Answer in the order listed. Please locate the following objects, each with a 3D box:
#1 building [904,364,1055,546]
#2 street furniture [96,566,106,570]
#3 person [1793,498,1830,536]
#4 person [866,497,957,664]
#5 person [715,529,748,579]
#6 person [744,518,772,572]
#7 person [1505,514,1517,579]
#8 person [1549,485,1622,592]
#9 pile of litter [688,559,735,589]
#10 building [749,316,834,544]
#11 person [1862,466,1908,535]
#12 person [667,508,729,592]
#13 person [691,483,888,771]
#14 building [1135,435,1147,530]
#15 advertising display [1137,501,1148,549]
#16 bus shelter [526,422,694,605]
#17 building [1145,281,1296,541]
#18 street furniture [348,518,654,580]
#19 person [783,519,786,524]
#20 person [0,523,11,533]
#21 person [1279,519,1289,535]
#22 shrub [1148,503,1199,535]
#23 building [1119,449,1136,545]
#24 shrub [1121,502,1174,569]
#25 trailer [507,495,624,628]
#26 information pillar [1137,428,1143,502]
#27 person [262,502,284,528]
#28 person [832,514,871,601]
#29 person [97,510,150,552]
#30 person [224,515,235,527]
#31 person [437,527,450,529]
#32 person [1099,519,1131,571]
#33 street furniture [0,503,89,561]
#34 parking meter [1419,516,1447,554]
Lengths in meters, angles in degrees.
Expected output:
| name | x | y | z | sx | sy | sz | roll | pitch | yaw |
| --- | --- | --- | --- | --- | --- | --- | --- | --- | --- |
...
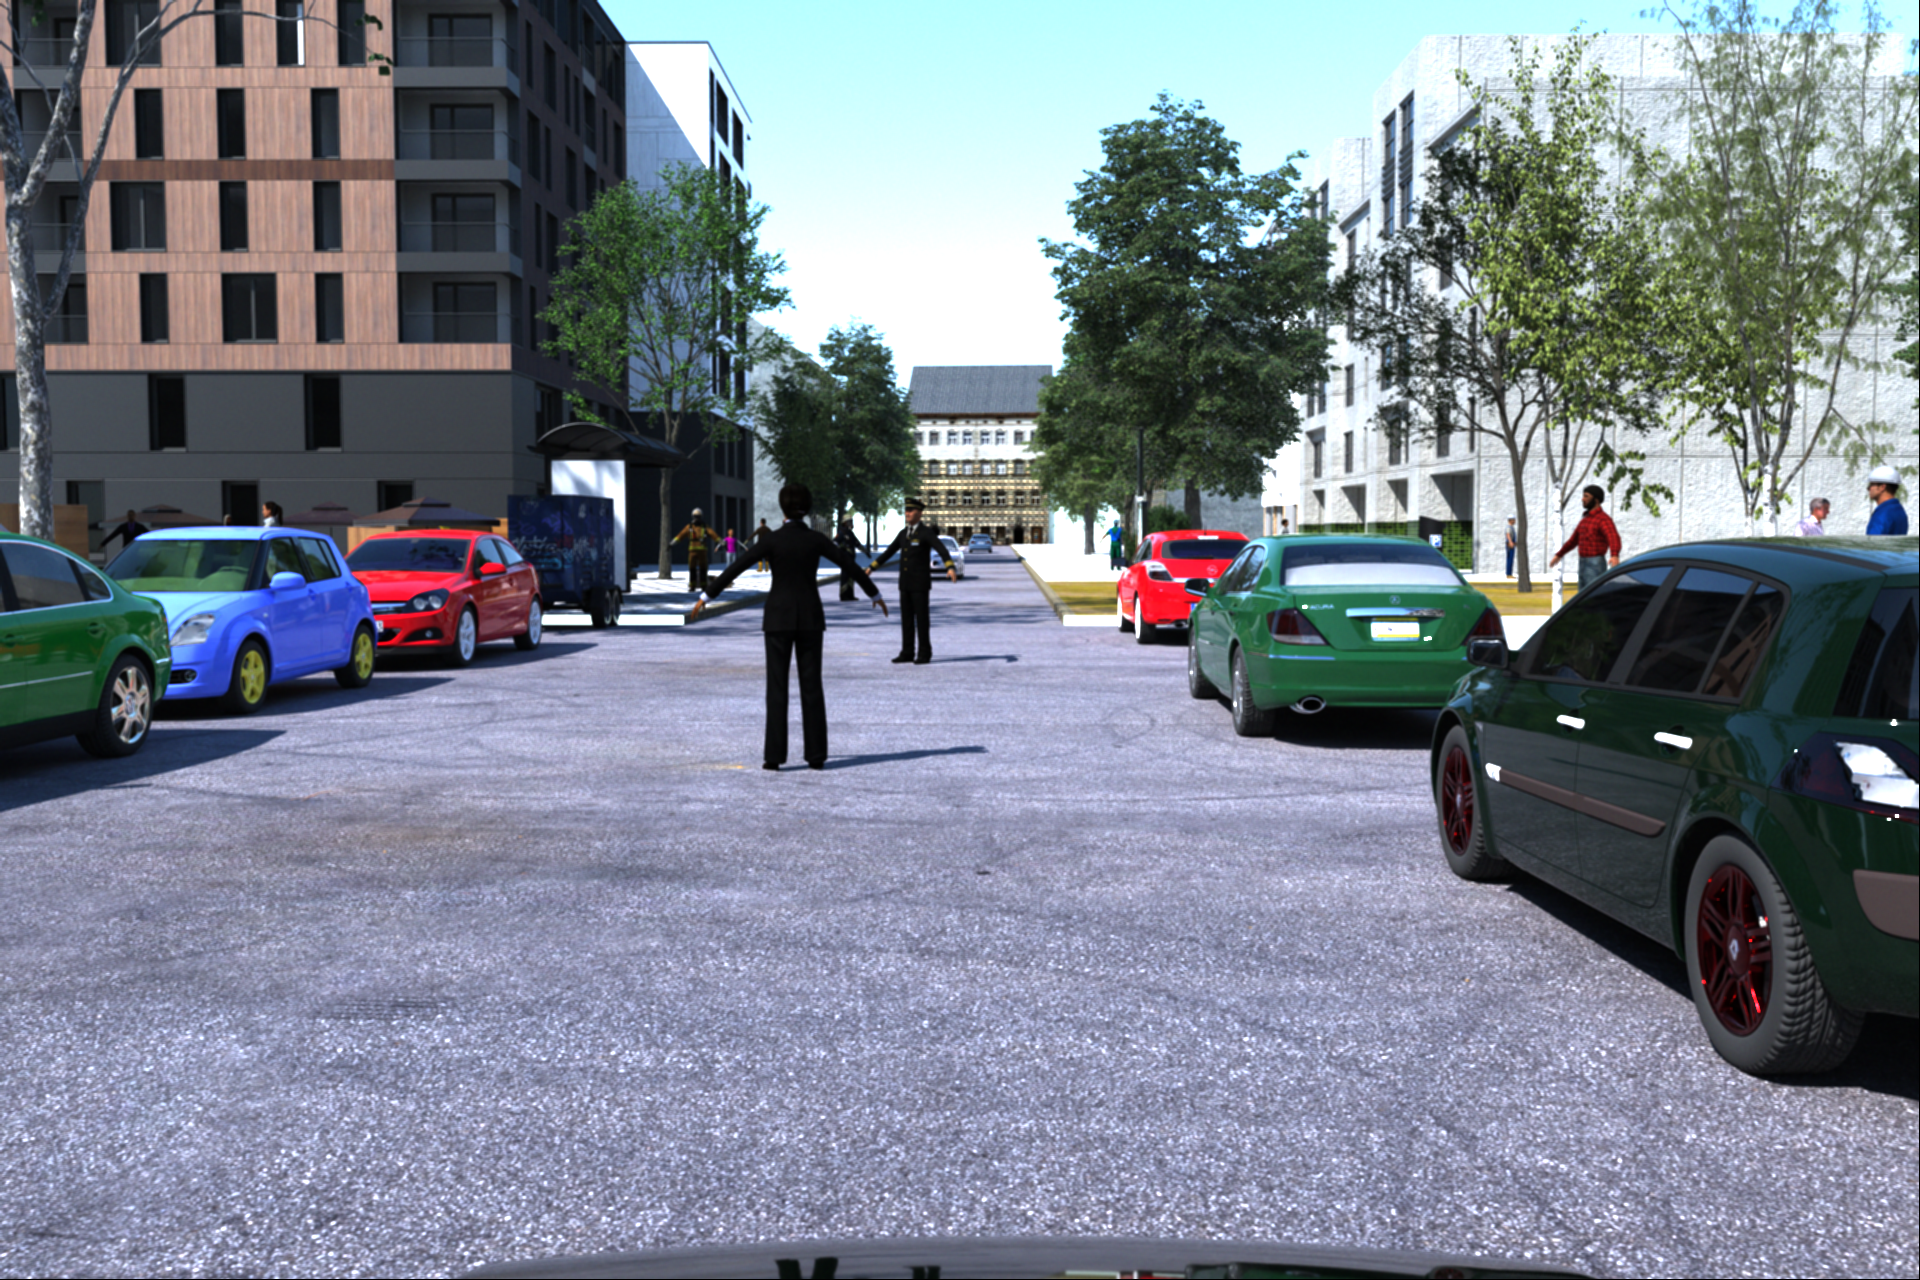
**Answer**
| name | x | y | z | sx | sy | sz | roll | pitch | yaw |
| --- | --- | --- | --- | --- | --- | --- | --- | --- | --- |
| building | 2.922 | -23.870 | 223.664 | 18.063 | 23.208 | 19.493 | 0 | 4 | 5 |
| street furniture | -23.981 | -1.561 | 41.154 | 5.734 | 0.657 | 10.072 | 1 | 4 | 19 |
| person | 10.078 | -0.821 | 20.413 | 0.756 | 1.711 | 0.436 | -2 | 4 | -32 |
| person | -0.522 | -0.661 | 19.200 | 1.347 | 1.837 | 0.705 | 3 | 5 | 39 |
| person | -6.488 | -2.444 | 49.231 | 0.991 | 1.433 | 0.599 | -1 | 4 | -23 |
| person | -6.638 | -3.191 | 58.308 | 1.346 | 1.812 | 0.704 | -2 | 4 | -35 |
| person | 15.816 | -2.678 | 49.649 | 0.705 | 1.847 | 1.347 | 1 | 4 | 23 |
| person | 6.868 | -0.782 | 18.901 | 0.704 | 1.816 | 1.345 | -1 | 4 | -9 |
| pile of litter | -5.948 | -1.667 | 41.226 | 1.176 | 0.858 | 1.719 | 0 | 4 | 2 |
| building | -22.081 | -20.233 | 161.738 | 19.493 | 23.208 | 18.063 | 0 | 4 | 2 |
| person | 7.586 | -0.515 | 14.308 | 0.705 | 1.842 | 1.347 | 3 | 5 | 40 |
| person | -5.792 | -1.987 | 38.260 | 1.354 | 1.858 | 0.705 | 0 | 4 | -5 |
| person | -1.026 | -0.085 | 10.575 | 1.216 | 1.740 | 0.721 | -1 | 4 | -16 |
| building | 27.186 | -20.666 | 168.814 | 19.493 | 23.208 | 18.063 | 0 | 4 | 1 |
| advertising display | 3.591 | -1.769 | 34.136 | 0.123 | 1.923 | 0.974 | 0 | 4 | 1 |
| bus shelter | -6.716 | -2.449 | 33.968 | 2.014 | 3.302 | 5.546 | 0 | 4 | 2 |
| building | 26.148 | -19.493 | 149.634 | 19.493 | 23.208 | 18.063 | 0 | 4 | 1 |
| street furniture | -13.085 | -2.572 | 48.911 | 11.010 | 1.723 | 9.812 | 2 | 4 | 32 |
| person | -6.110 | -3.329 | 60.696 | 1.348 | 1.796 | 0.705 | 0 | 4 | 5 |
| person | -10.589 | -0.757 | 18.845 | 0.721 | 1.778 | 1.216 | 2 | 4 | 35 |
| person | 11.608 | -3.398 | 61.752 | 0.705 | 1.806 | 1.347 | 2 | 4 | 31 |
| shrub | 4.895 | -2.196 | 40.317 | 1.690 | 2.028 | 1.600 | 0 | 3 | 0 |
| building | 27.740 | -22.123 | 192.638 | 19.493 | 23.208 | 18.063 | 0 | 4 | 1 |
| shrub | 4.853 | -2.365 | 42.703 | 1.661 | 2.075 | 1.752 | 0 | 3 | 0 |
| trailer | -6.075 | -1.154 | 25.912 | 1.471 | 1.999 | 3.904 | 0 | 4 | 1 |
| information pillar | 3.997 | -2.882 | 38.481 | 0.183 | 3.616 | 0.504 | 0 | 4 | -1 |
| person | -9.633 | -1.052 | 24.033 | 0.721 | 1.735 | 1.217 | 0 | 4 | 2 |
| person | -2.382 | -1.761 | 37.035 | 0.705 | 1.856 | 1.354 | 2 | 4 | 34 |
| person | -17.965 | -1.918 | 37.586 | 1.346 | 1.802 | 0.704 | -1 | 4 | -21 |
| person | -20.233 | -2.558 | 47.953 | 1.348 | 1.813 | 0.705 | -3 | 5 | -42 |
| person | -12.371 | -2.125 | 41.212 | 0.721 | 1.772 | 1.216 | 2 | 4 | 27 |
| person | 5.482 | -3.340 | 60.736 | 1.347 | 1.817 | 0.704 | 2 | 4 | 27 |
| street furniture | -17.389 | -1.227 | 26.909 | 9.812 | 1.723 | 11.010 | 1 | 4 | 13 |
| parking meter | 6.582 | -0.962 | 24.144 | 0.372 | 1.533 | 0.369 | 0 | 3 | 0 |
